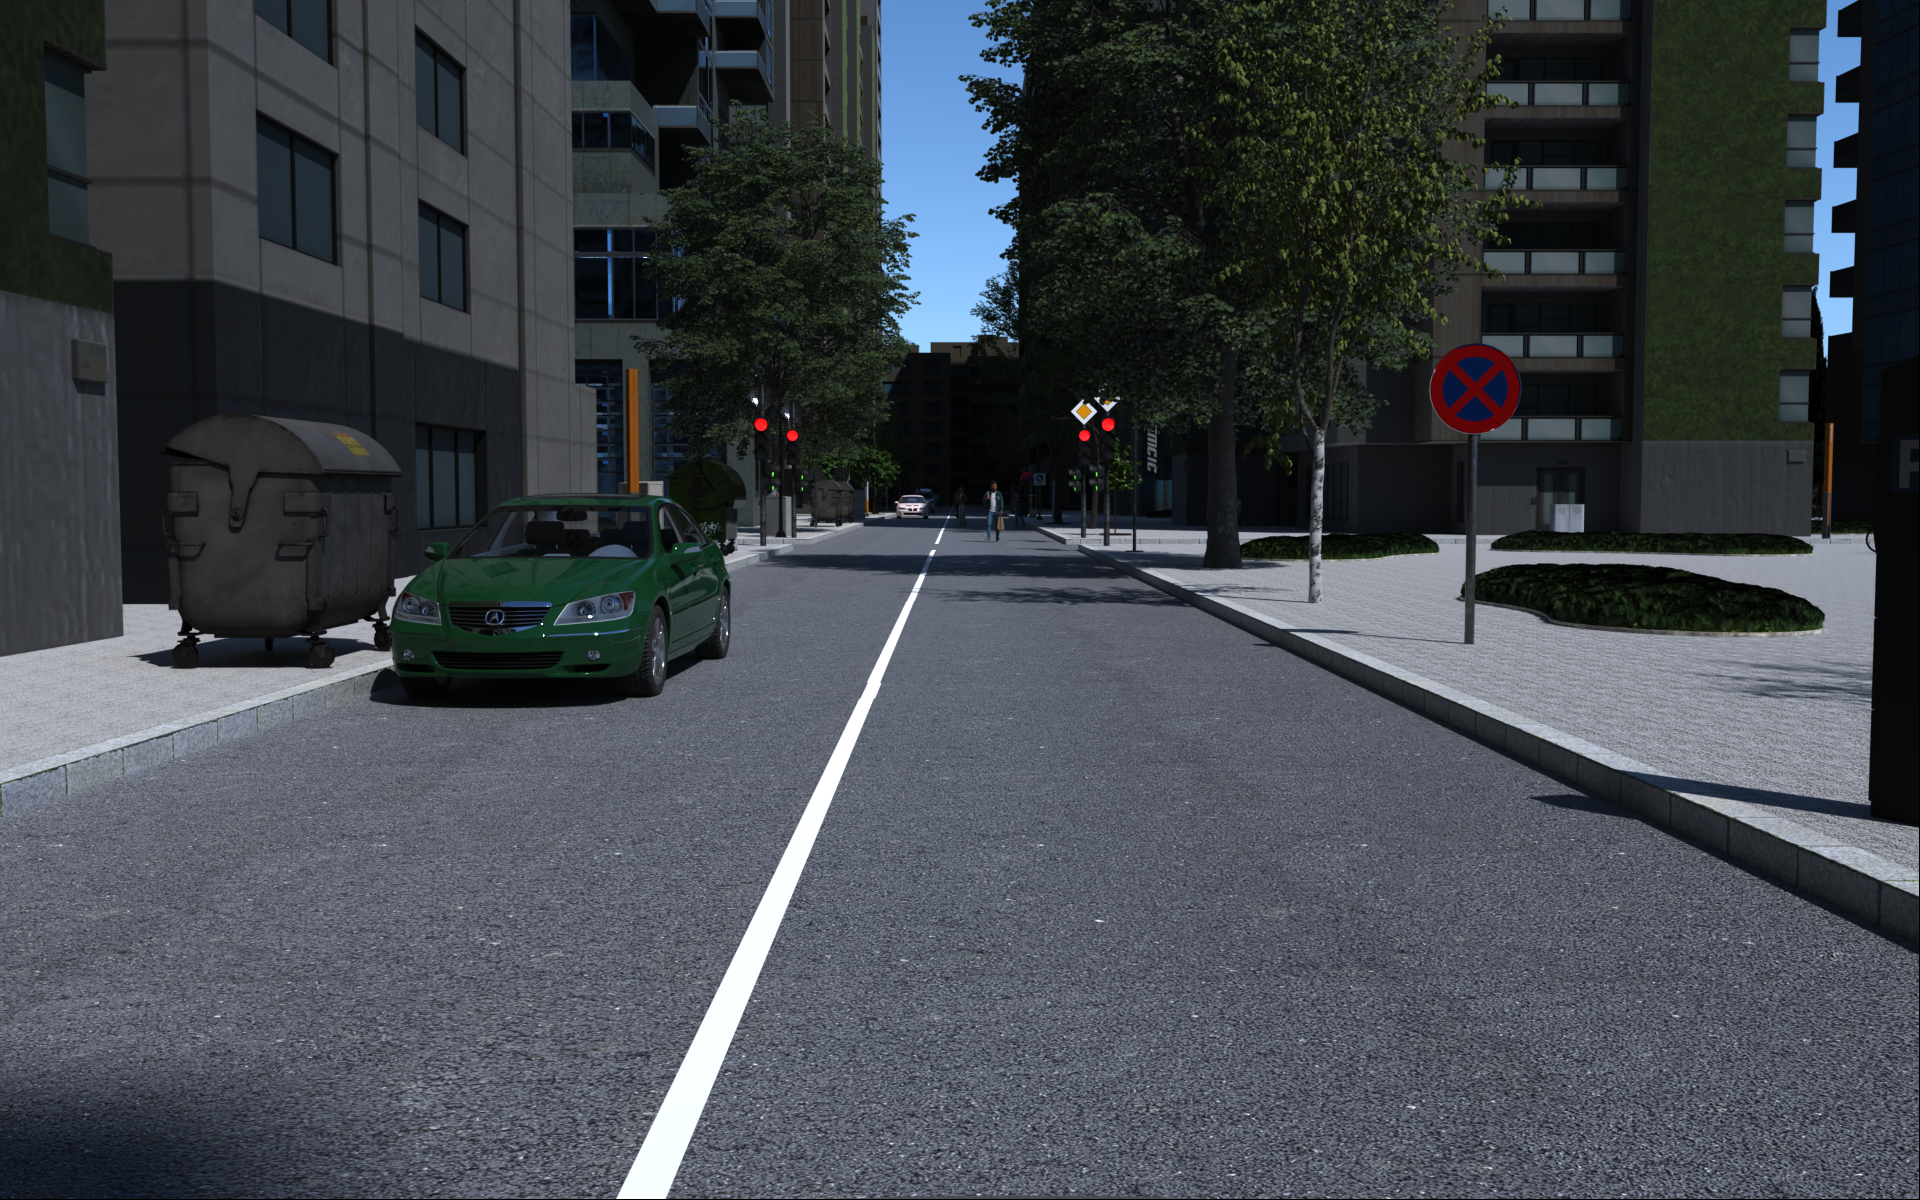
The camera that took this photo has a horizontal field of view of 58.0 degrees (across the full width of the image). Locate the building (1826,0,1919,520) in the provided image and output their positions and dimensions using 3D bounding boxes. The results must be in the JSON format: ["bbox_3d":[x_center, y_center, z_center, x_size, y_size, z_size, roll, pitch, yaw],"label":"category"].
[{"bbox_3d":[40.987,-25.056,59.774,14.200,45.320,14.600,0,3,0],"label":"building"}]

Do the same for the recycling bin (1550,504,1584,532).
[{"bbox_3d":[15.131,-1.874,43.188,0.722,1.027,0.722,1,4,11],"label":"recycling bin"}]

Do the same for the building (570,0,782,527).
[{"bbox_3d":[-19.234,-46.948,80.276,22.319,86.520,31.000,0,3,0],"label":"building"}]

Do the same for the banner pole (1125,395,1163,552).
[{"bbox_3d":[4.074,-2.941,38.104,0.863,3.779,0.401,1,4,19],"label":"banner pole"}]

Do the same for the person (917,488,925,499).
[{"bbox_3d":[-2.695,-6.659,117.333,0.822,1.834,0.622,2,4,25],"label":"person"}]

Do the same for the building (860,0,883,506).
[{"bbox_3d":[-22.669,-39.482,187.534,28.212,58.520,21.231,0,3,0],"label":"building"}]

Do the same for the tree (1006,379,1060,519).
[{"bbox_3d":[5.089,-8.541,90.004,4.737,8.622,4.395,0,3,0],"label":"tree"}]

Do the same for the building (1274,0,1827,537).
[{"bbox_3d":[18.845,-22.902,58.045,14.086,41.232,14.154,0,3,0],"label":"building"}]

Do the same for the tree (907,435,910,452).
[{"bbox_3d":[-5.378,-10.724,125.705,4.737,8.622,4.395,0,3,0],"label":"tree"}]

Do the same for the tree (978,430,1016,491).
[{"bbox_3d":[4.289,-15.018,195.903,4.360,8.622,3.978,0,3,0],"label":"tree"}]

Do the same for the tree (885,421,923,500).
[{"bbox_3d":[-5.870,-13.830,176.479,4.360,8.622,3.978,0,3,0],"label":"tree"}]

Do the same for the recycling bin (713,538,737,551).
[{"bbox_3d":[-5.502,-1.618,39.004,0.722,1.027,0.722,2,4,30],"label":"recycling bin"}]

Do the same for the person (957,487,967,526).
[{"bbox_3d":[0.061,-4.200,77.713,0.362,1.759,0.519,-3,4,-36],"label":"person"}]

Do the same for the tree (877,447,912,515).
[{"bbox_3d":[-5.395,-7.673,109.166,4.285,4.588,4.351,0,3,0],"label":"tree"}]

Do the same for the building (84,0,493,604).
[{"bbox_3d":[-18.768,-36.081,28.184,20.611,71.187,20.563,0,3,0],"label":"building"}]

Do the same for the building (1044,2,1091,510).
[{"bbox_3d":[17.592,-33.172,166.062,21.300,48.544,21.600,0,3,0],"label":"building"}]

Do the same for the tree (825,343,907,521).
[{"bbox_3d":[-5.408,-8.123,83.171,4.737,8.622,4.395,0,3,0],"label":"tree"}]

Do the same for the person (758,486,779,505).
[{"bbox_3d":[-6.199,-3.041,56.114,0.716,1.782,0.532,0,4,7],"label":"person"}]

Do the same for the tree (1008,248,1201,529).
[{"bbox_3d":[5.171,-7.893,63.469,7.601,10.594,8.767,2,4,32],"label":"tree"}]

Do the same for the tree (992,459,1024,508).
[{"bbox_3d":[4.540,-10.949,162.726,4.285,4.588,4.351,0,3,0],"label":"tree"}]

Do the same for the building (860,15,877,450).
[{"bbox_3d":[-15.030,-31.227,160.679,14.600,45.320,14.200,0,3,0],"label":"building"}]

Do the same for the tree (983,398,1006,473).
[{"bbox_3d":[3.886,-11.104,131.911,4.737,8.622,4.395,0,3,0],"label":"tree"}]

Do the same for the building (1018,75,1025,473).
[{"bbox_3d":[17.387,-34.491,187.622,21.300,48.544,21.600,0,3,0],"label":"building"}]

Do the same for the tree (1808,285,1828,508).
[{"bbox_3d":[59.346,-13.013,114.579,13.155,14.587,18.604,0,4,-3],"label":"tree"}]

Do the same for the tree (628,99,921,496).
[{"bbox_3d":[-5.984,-9.218,57.373,9.857,13.997,8.962,0,3,0],"label":"tree"}]

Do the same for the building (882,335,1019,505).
[{"bbox_3d":[4.319,-23.271,225.517,28.899,21.520,27.650,0,3,0],"label":"building"}]

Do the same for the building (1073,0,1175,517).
[{"bbox_3d":[19.685,-29.995,110.025,23.786,49.044,30.456,0,3,0],"label":"building"}]

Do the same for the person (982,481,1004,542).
[{"bbox_3d":[1.043,-2.644,51.711,0.794,1.824,0.713,1,4,18],"label":"person"}]

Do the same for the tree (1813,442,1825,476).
[{"bbox_3d":[36.881,-5.329,70.847,4.285,4.588,4.351,0,3,0],"label":"tree"}]

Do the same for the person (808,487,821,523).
[{"bbox_3d":[-6.439,-4.387,78.110,0.721,1.781,0.623,1,4,21],"label":"person"}]

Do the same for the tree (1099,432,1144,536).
[{"bbox_3d":[4.796,-3.625,53.863,1.663,3.219,1.824,0,3,0],"label":"tree"}]

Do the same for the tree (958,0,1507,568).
[{"bbox_3d":[4.650,-7.534,29.837,9.857,13.997,8.962,0,3,0],"label":"tree"}]

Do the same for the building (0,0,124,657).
[{"bbox_3d":[-14.570,-14.444,7.861,14.160,30.474,14.107,0,3,0],"label":"building"}]

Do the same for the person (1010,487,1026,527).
[{"bbox_3d":[2.497,-4.006,74.832,0.643,1.720,0.563,2,4,28],"label":"person"}]

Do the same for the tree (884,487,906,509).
[{"bbox_3d":[-6.123,-9.570,151.071,1.663,3.219,1.824,0,3,0],"label":"tree"}]

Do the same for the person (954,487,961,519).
[{"bbox_3d":[-0.067,-5.584,99.717,0.656,1.842,0.836,1,4,19],"label":"person"}]

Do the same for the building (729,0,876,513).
[{"bbox_3d":[-14.496,-28.324,146.688,14.154,41.232,14.086,0,3,0],"label":"building"}]

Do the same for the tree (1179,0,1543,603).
[{"bbox_3d":[4.378,-4.278,20.308,4.737,8.622,4.395,0,3,0],"label":"tree"}]

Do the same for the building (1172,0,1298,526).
[{"bbox_3d":[16.058,-18.560,75.164,14.160,30.474,14.107,0,3,0],"label":"building"}]

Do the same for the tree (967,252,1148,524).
[{"bbox_3d":[4.016,-9.044,73.619,9.928,11.665,9.643,0,3,0],"label":"tree"}]

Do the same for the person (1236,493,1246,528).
[{"bbox_3d":[10.455,-3.333,64.782,0.590,1.304,0.306,-1,4,-22],"label":"person"}]

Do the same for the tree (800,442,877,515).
[{"bbox_3d":[-7.724,-7.168,100.917,4.285,4.588,4.351,0,3,0],"label":"tree"}]
